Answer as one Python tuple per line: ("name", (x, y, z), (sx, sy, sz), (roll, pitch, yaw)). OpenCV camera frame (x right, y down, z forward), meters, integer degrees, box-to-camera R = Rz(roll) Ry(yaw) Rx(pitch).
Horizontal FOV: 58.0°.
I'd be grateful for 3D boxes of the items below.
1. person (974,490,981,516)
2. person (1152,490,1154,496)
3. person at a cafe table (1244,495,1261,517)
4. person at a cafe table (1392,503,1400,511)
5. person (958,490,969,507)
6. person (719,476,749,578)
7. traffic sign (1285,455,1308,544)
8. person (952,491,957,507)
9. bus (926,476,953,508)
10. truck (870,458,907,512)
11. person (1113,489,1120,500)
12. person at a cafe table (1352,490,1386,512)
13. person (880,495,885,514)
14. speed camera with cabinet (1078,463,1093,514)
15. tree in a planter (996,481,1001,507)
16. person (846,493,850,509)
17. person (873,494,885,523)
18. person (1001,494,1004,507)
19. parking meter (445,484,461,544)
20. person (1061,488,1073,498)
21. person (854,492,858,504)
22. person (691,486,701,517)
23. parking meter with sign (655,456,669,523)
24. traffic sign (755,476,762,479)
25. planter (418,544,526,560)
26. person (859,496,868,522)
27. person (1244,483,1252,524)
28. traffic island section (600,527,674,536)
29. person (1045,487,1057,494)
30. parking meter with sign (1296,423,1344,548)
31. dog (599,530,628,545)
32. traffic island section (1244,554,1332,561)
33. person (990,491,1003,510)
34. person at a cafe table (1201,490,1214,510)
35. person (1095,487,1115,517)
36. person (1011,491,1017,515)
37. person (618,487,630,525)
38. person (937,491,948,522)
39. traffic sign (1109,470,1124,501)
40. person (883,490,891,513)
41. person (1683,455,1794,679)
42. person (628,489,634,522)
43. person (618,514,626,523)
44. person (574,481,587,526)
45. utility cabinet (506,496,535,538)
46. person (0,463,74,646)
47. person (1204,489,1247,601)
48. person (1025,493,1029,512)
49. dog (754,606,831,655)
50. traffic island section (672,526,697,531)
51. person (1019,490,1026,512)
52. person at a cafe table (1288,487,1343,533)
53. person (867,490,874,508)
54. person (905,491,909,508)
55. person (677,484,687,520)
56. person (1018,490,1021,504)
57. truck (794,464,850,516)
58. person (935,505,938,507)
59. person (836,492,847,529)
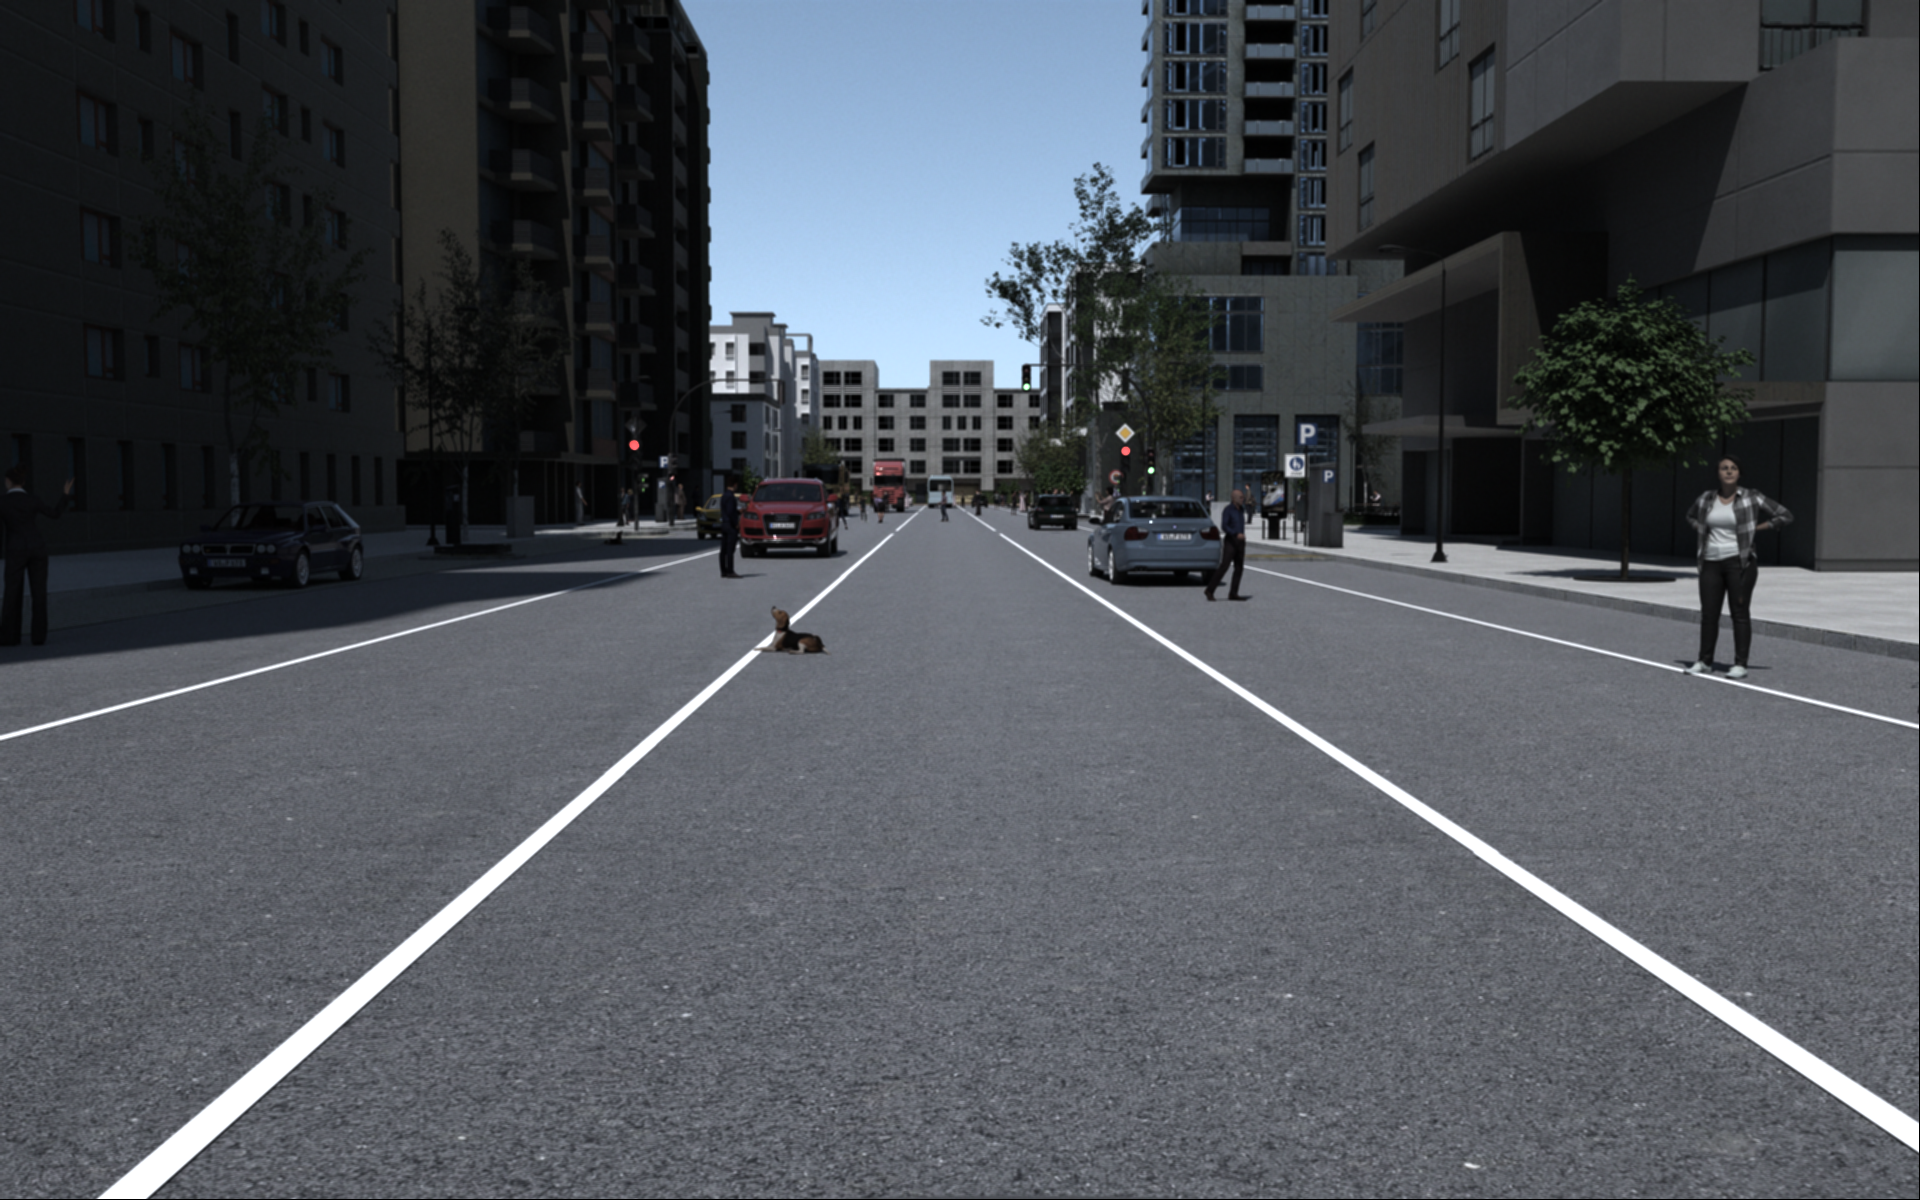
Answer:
("person", (1.207, -6.525, 115.980), (0.445, 1.727, 0.742), (0, 4, 7))
("person", (9.364, -4.742, 85.952), (0.453, 1.535, 0.546), (2, 4, 33))
("person at a cafe table", (16.856, -5.330, 98.009), (1.726, 1.238, 1.698), (-2, 4, -28))
("person at a cafe table", (28.175, -5.948, 108.104), (1.726, 1.238, 1.698), (-2, 4, -23))
("person", (0.321, -10.795, 185.013), (1.348, 1.823, 0.705), (-2, 4, -26))
("person", (-3.874, -1.252, 29.670), (0.504, 1.737, 0.576), (-2, 4, -35))
("traffic sign", (8.644, -2.594, 44.540), (0.606, 2.300, 0.079), (0, 4, 6))
("person", (-0.625, -11.452, 196.413), (0.621, 1.740, 0.551), (-1, 4, -16))
("bus", (-2.084, -11.370, 180.757), (2.948, 3.499, 13.247), (0, 4, -1))
("truck", (-5.632, -9.151, 138.538), (2.839, 4.237, 11.283), (0, 4, -1))
("person", (8.640, -5.509, 95.984), (0.709, 1.838, 0.599), (1, 4, 20))
("person at a cafe table", (22.875, -5.386, 96.580), (1.622, 1.524, 1.698), (-1, 4, -10))
("person", (-5.270, -6.396, 116.986), (0.435, 1.345, 0.340), (1, 4, 17))
("speed camera with cabinet", (8.030, -7.132, 110.944), (0.660, 3.252, 2.038), (0, 4, -6))
("tree in a planter", (4.999, -12.260, 197.679), (1.991, 3.239, 1.994), (0, 4, -1))
("person", (-10.619, -9.427, 163.075), (0.683, 1.767, 0.568), (2, 4, 35))
("person", (-4.050, -4.557, 86.236), (0.697, 1.427, 0.421), (2, 4, 32))
("person", (4.697, -10.951, 190.780), (0.421, 1.427, 0.697), (1, 4, 10))
("parking meter", (-13.037, -2.209, 44.533), (0.372, 1.533, 0.369), (0, 3, 0))
("person", (5.031, -4.505, 82.963), (0.742, 1.727, 0.445), (-3, 4, -39))
("person", (-13.184, -12.927, 220.390), (0.617, 1.759, 0.750), (-1, 4, -18))
("person", (-14.403, -5.393, 94.931), (0.504, 1.737, 0.576), (0, 4, 7))
("parking meter with sign", (-13.510, -5.039, 78.644), (0.543, 3.016, 1.738), (0, 4, -1))
("traffic sign", (-13.934, -7.300, 119.468), (0.768, 2.556, 0.104), (0, 4, 1))
("planter", (-10.739, -1.056, 38.408), (1.991, 0.319, 1.994), (0, 4, -1))
("person", (-4.905, -4.643, 88.320), (0.435, 1.345, 0.340), (-2, 4, -34))
("person", (12.152, -4.122, 73.964), (0.750, 1.759, 0.617), (2, 4, 31))
("traffic island section", (-11.327, -2.342, 60.572), (2.009, 0.180, 2.903), (0, 4, -1))
("person", (4.109, -4.109, 76.480), (0.742, 1.727, 0.445), (-3, 5, -45))
("parking meter with sign", (8.719, -2.784, 41.774), (0.543, 3.016, 1.738), (-1, 4, -15))
("dog", (-9.769, -1.752, 48.842), (0.748, 0.427, 0.550), (2, 4, 28))
("traffic island section", (6.916, -0.915, 37.831), (1.991, 0.108, 1.994), (0, 4, -1))
("person", (3.387, -9.181, 159.400), (1.217, 1.735, 0.721), (0, 4, 5))
("person at a cafe table", (16.105, -6.179, 109.536), (1.622, 1.524, 1.698), (1, 4, 16))
("person", (4.318, -2.543, 51.539), (0.517, 1.644, 0.566), (-1, 4, -20))
("person", (3.726, -6.616, 118.143), (0.415, 1.643, 0.593), (1, 4, 20))
("person", (-13.790, -3.848, 71.177), (0.499, 1.552, 0.429), (0, 4, -4))
("person", (-0.861, -4.869, 90.064), (0.435, 1.587, 0.963), (-2, 4, -26))
("traffic sign", (8.174, -5.541, 90.694), (0.768, 2.556, 0.104), (0, 4, 4))
("person", (-5.504, -7.385, 130.053), (0.445, 1.727, 0.742), (2, 4, 24))
("person", (6.030, -0.266, 13.580), (0.376, 1.734, 0.841), (-3, 4, -36))
("person", (-15.104, -4.333, 79.424), (0.480, 1.512, 0.613), (0, 4, 1))
("person", (-14.957, -3.689, 76.826), (0.357, 0.543, 0.381), (1, 4, 13))
("person", (-15.225, -3.876, 69.567), (0.789, 1.805, 0.875), (-1, 4, -20))
("utility cabinet", (-12.857, -2.414, 50.635), (0.306, 1.237, 1.020), (1, 4, 20))
("person", (-8.848, -0.441, 16.517), (0.445, 1.727, 0.742), (2, 4, 24))
("person", (3.656, -0.732, 23.168), (0.574, 1.496, 0.600), (-1, 4, -22))
("person", (5.206, -7.689, 136.476), (0.388, 1.546, 0.482), (2, 4, 32))
("dog", (-1.510, 0.279, 15.638), (0.550, 0.427, 0.748), (-2, 4, -26))
("traffic island section", (-11.423, -2.830, 68.556), (2.009, 0.180, 2.903), (0, 4, -1))
("person", (4.945, -7.748, 135.841), (0.621, 1.740, 0.551), (0, 4, -8))
("person at a cafe table", (11.756, -3.037, 58.168), (1.698, 1.524, 1.622), (2, 4, 32))
("person", (-9.175, -10.546, 180.883), (1.348, 1.831, 0.705), (0, 4, -6))
("person", (-5.319, -9.983, 172.391), (0.621, 1.740, 0.551), (-1, 4, -19))
("person", (-13.688, -4.806, 85.176), (0.434, 1.755, 0.990), (-2, 4, -34))
("person", (5.396, -8.886, 154.229), (0.683, 1.767, 0.568), (2, 4, 28))
("truck", (-8.810, -7.203, 113.688), (3.469, 3.379, 9.791), (0, 3, 0))
("person", (-2.561, -11.321, 194.312), (0.721, 1.735, 1.217), (-1, 4, -22))
("person", (-4.820, -3.622, 70.267), (0.613, 1.512, 0.480), (1, 4, 17))
